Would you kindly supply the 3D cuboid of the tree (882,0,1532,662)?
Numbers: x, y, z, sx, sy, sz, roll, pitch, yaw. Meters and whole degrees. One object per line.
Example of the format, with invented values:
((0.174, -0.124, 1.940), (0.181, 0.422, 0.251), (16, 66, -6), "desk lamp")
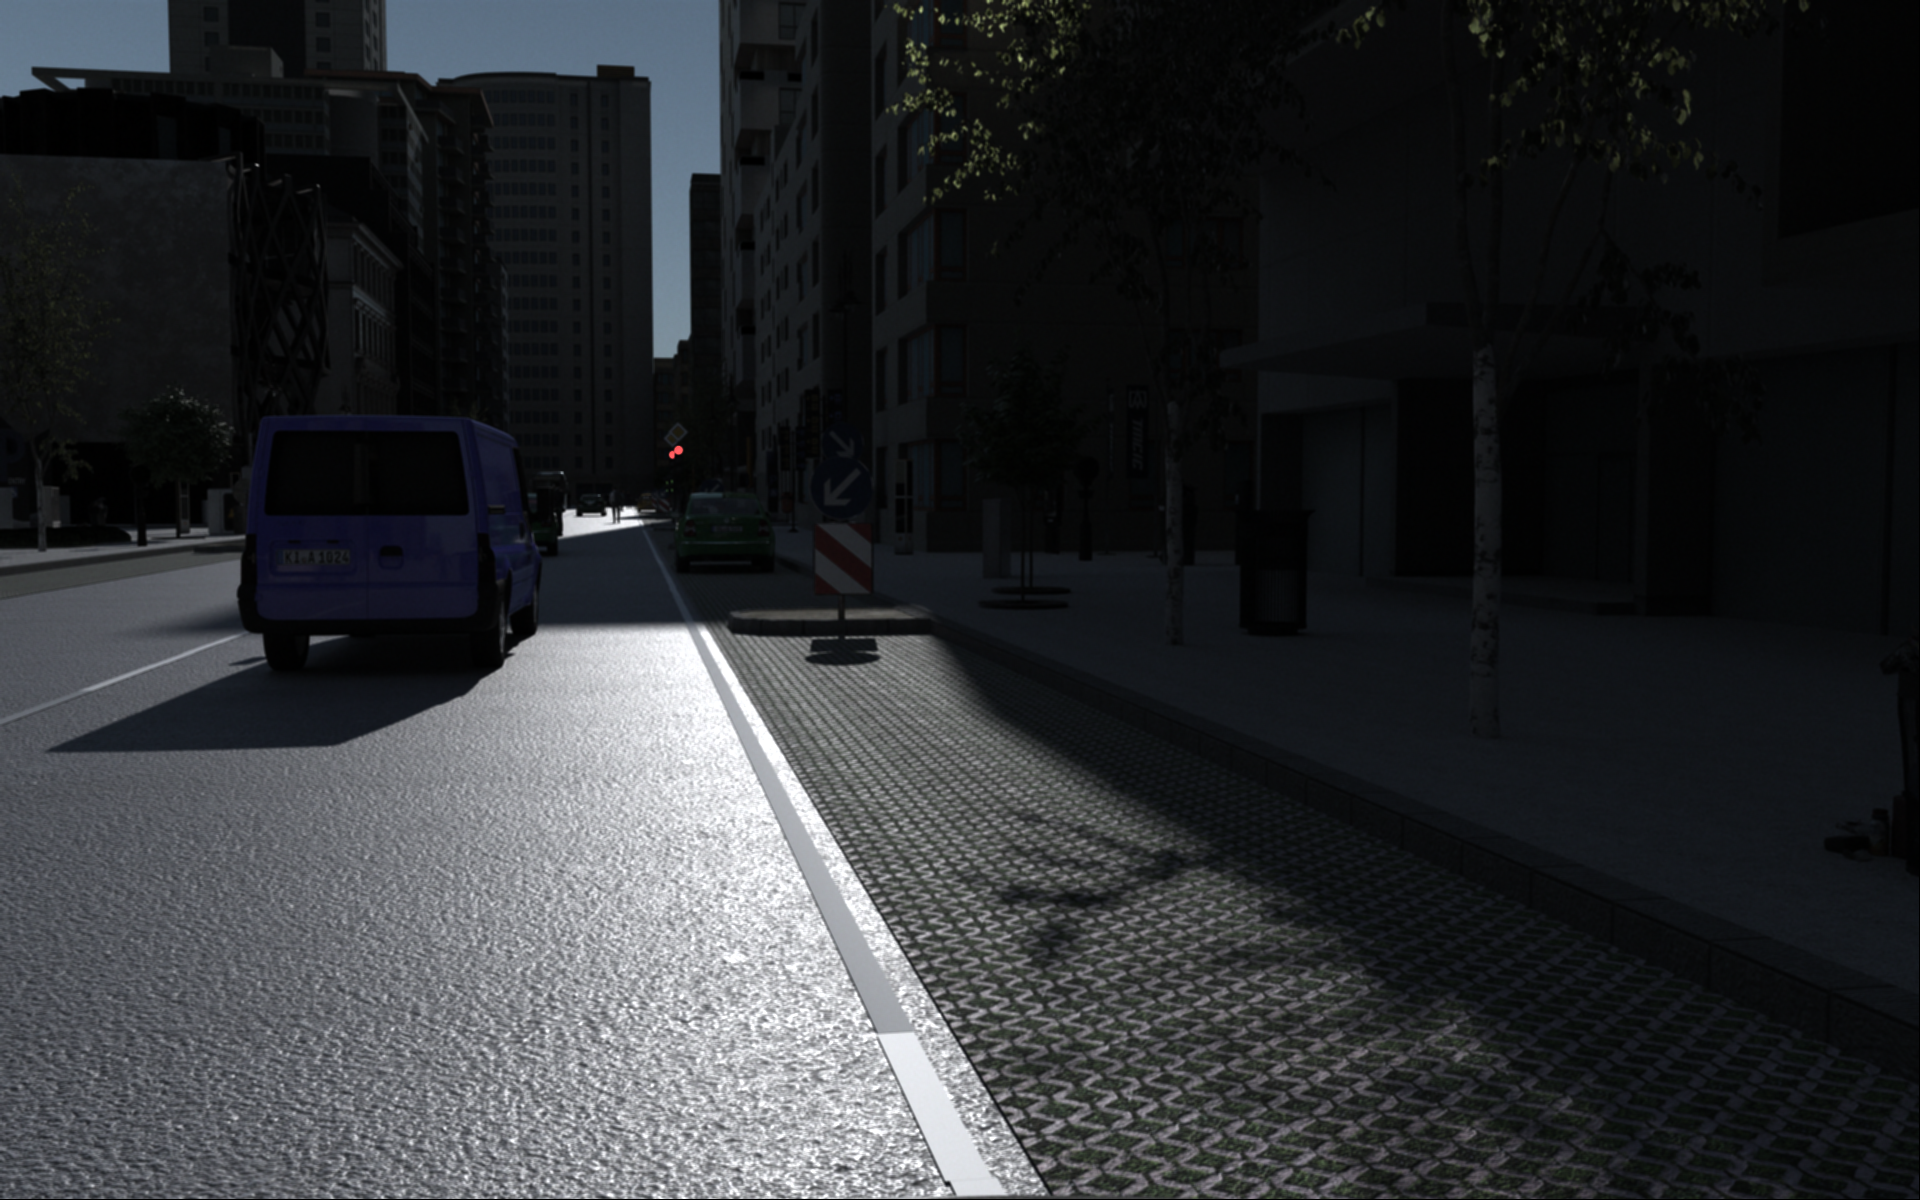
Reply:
((1.614, -3.917, 14.399), (4.360, 8.622, 3.978), (0, 3, 0), "tree")

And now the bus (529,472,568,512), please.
((-33.403, -8.940, 141.024), (2.948, 3.499, 13.247), (-1, 4, -12), "bus")

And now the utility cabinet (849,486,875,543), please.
((-2.578, -2.236, 45.233), (0.318, 1.500, 1.173), (-2, 4, -25), "utility cabinet")

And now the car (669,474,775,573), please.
((-4.510, -1.469, 32.816), (1.959, 1.807, 4.718), (-1, 4, -10), "car")

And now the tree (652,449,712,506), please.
((-19.055, -8.482, 122.399), (4.285, 4.588, 4.351), (0, 3, 0), "tree")

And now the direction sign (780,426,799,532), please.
((-5.591, -4.038, 58.022), (0.876, 3.537, 0.379), (1, 4, 11), "direction sign")

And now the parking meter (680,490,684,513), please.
((-19.343, -6.828, 120.050), (0.372, 1.533, 0.369), (0, 3, 0), "parking meter")

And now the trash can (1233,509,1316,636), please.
((2.865, -0.255, 15.831), (0.748, 1.137, 0.748), (0, 3, 0), "trash can")

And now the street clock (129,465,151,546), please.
((-20.152, -2.327, 42.618), (0.471, 2.002, 0.358), (-2, 4, -34), "street clock")

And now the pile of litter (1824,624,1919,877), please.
((3.620, 0.497, 5.847), (1.176, 0.858, 1.719), (1, 4, 16), "pile of litter")

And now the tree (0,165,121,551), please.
((-20.556, -5.375, 38.247), (4.360, 8.622, 3.978), (0, 3, 0), "tree")

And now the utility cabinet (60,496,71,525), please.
((-37.597, -3.723, 72.033), (1.020, 1.237, 0.306), (-2, 4, -34), "utility cabinet")

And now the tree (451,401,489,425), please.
((-38.740, -11.394, 136.660), (4.360, 8.622, 3.978), (0, 3, 0), "tree")

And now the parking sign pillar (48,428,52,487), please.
((-37.692, -5.014, 70.445), (1.447, 3.967, 1.447), (-3, 5, -40), "parking sign pillar")

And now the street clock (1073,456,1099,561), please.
((2.420, -1.758, 33.307), (0.471, 2.002, 0.358), (-2, 4, -26), "street clock")

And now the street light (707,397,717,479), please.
((-11.790, -6.714, 82.562), (0.468, 5.910, 1.993), (-1, 4, -11), "street light")

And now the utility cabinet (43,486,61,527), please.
((-26.070, -2.508, 49.680), (0.318, 1.500, 1.173), (-1, 4, -18), "utility cabinet")

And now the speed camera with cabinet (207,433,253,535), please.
((-23.044, -3.732, 55.352), (0.660, 3.252, 2.038), (2, 4, 25), "speed camera with cabinet")

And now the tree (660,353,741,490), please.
((-13.168, -8.496, 89.266), (4.737, 8.622, 4.395), (0, 3, 0), "tree")

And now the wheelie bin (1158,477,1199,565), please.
((3.964, -1.434, 31.358), (0.693, 1.594, 0.980), (0, 4, -3), "wheelie bin")

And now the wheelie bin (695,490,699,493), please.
((-18.898, -7.166, 125.065), (0.693, 1.594, 0.980), (0, 4, 8), "wheelie bin")

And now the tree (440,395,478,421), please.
((-36.836, -10.885, 128.339), (4.737, 8.622, 4.395), (0, 3, 0), "tree")

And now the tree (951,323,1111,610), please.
((0.661, -1.539, 19.769), (1.663, 3.219, 1.824), (0, 3, 0), "tree")

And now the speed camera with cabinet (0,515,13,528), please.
((-25.954, -3.133, 45.566), (2.038, 3.252, 0.660), (1, 4, 18), "speed camera with cabinet")

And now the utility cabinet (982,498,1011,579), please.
((0.565, -0.954, 26.759), (0.306, 1.237, 1.020), (1, 4, 10), "utility cabinet")

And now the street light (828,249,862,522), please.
((-2.169, -3.671, 32.816), (0.468, 5.910, 1.993), (-1, 4, -11), "street light")

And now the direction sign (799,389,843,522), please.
((-2.935, -2.778, 37.421), (0.876, 3.537, 0.379), (1, 4, 18), "direction sign")

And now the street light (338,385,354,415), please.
((-26.101, -6.174, 73.740), (0.468, 5.910, 1.993), (-1, 4, -11), "street light")

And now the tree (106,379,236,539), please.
((-22.591, -4.037, 49.712), (4.285, 4.588, 4.351), (0, 3, 0), "tree")

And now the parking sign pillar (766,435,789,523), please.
((-8.426, -5.468, 77.867), (1.447, 3.967, 1.447), (-1, 4, -10), "parking sign pillar")

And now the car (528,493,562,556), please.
((-10.541, -1.999, 41.473), (1.959, 1.807, 4.718), (-1, 4, -13), "car")

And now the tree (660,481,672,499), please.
((-30.604, -11.495, 182.551), (1.663, 3.219, 1.824), (0, 3, 0), "tree")

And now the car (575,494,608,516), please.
((-24.071, -6.200, 113.161), (2.131, 1.459, 4.920), (-1, 4, -9), "car")

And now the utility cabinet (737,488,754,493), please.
((-7.349, -3.091, 59.221), (0.318, 1.500, 1.173), (0, 4, 7), "utility cabinet")

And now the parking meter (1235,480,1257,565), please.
((5.177, -1.404, 31.374), (0.372, 1.533, 0.369), (0, 3, 0), "parking meter")

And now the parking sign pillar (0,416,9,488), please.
((-28.514, -3.874, 51.804), (1.447, 3.967, 1.447), (1, 4, 12), "parking sign pillar")

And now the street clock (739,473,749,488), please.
((-7.475, -3.396, 60.089), (0.358, 2.002, 0.471), (1, 4, 10), "street clock")

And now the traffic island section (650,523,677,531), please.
((-12.443, -3.246, 75.353), (2.009, 0.180, 2.903), (-1, 4, -11), "traffic island section")

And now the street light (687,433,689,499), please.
((-18.233, -8.748, 115.811), (0.468, 5.910, 1.993), (-1, 4, -11), "street light")

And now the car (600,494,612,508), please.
((-37.614, -10.591, 182.952), (2.009, 1.686, 4.222), (-1, 4, -12), "car")

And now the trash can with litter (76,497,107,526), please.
((-29.942, -2.950, 59.617), (1.055, 1.170, 0.624), (0, 4, -7), "trash can with litter")

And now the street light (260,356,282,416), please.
((-23.089, -5.221, 58.150), (0.468, 5.910, 1.993), (-1, 4, -11), "street light")

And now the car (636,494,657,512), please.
((-24.966, -7.862, 138.767), (2.015, 1.641, 3.980), (-1, 4, -11), "car")

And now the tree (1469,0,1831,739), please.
((2.891, -3.567, 8.690), (4.360, 8.622, 3.978), (0, 3, 0), "tree")

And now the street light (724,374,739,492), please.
((-8.812, -5.755, 66.885), (0.468, 5.910, 1.993), (-1, 4, -11), "street light")
